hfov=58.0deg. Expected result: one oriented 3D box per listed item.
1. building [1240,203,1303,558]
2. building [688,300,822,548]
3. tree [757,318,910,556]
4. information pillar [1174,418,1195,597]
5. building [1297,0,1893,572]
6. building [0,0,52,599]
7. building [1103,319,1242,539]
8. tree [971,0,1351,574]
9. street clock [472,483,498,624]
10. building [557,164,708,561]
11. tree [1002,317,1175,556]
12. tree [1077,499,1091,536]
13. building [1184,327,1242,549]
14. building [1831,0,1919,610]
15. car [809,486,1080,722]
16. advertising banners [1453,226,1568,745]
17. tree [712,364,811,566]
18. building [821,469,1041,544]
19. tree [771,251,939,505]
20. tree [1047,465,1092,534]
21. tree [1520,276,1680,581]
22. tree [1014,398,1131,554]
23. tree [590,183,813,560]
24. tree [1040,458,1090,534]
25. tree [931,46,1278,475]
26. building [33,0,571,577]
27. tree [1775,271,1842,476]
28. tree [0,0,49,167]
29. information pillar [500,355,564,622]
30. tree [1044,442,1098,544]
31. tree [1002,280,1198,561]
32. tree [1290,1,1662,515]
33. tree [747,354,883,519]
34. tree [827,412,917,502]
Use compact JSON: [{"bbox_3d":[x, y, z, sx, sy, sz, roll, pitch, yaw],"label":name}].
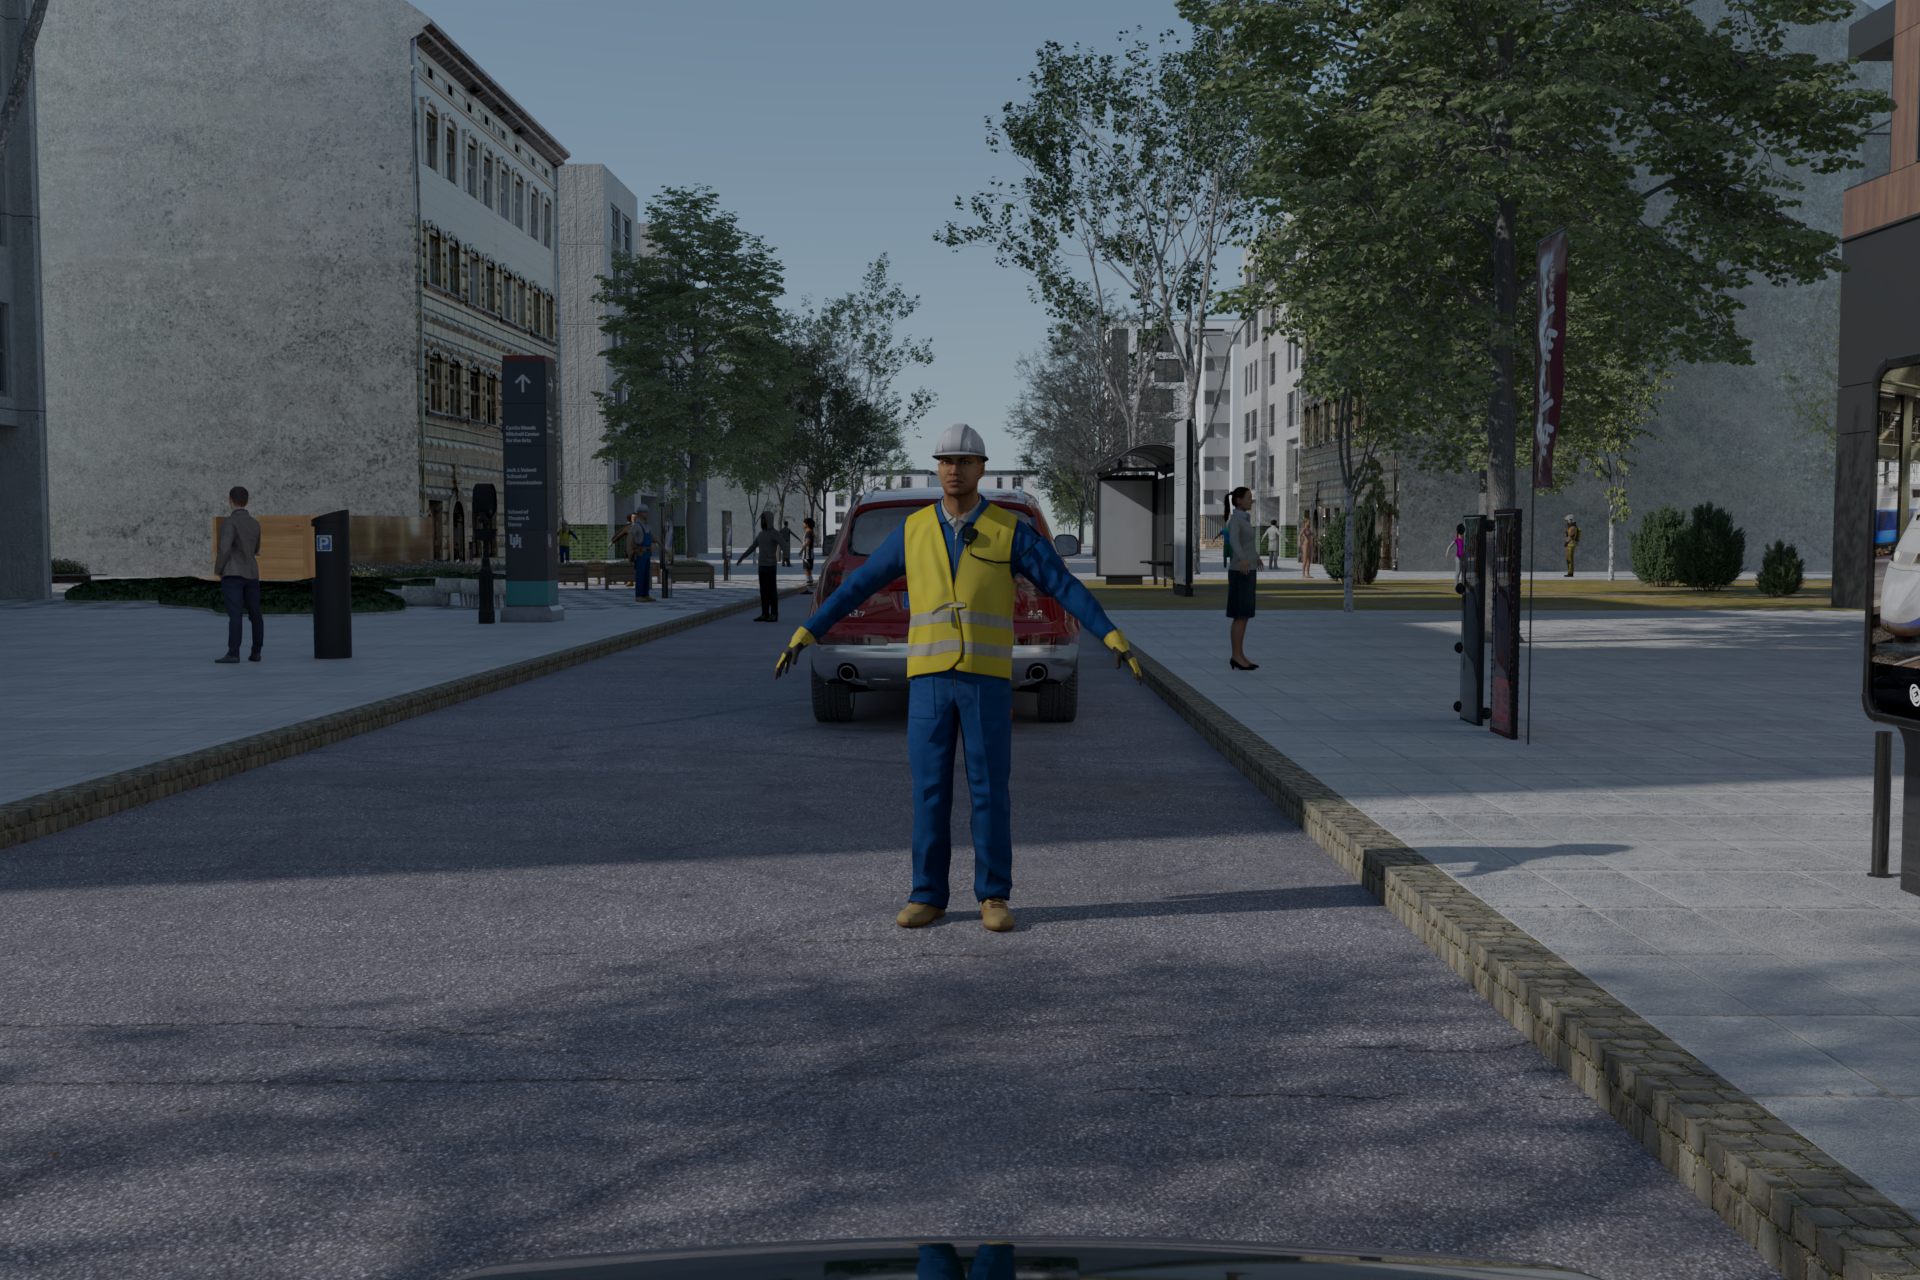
[{"bbox_3d":[25.702,-13.856,93.007,16.747,18.905,31.486,0,4,1],"label":"building"},{"bbox_3d":[-23.277,-20.427,164.915,19.493,23.208,18.063,0,3,0],"label":"building"},{"bbox_3d":[-7.916,-11.579,99.683,12.009,13.543,11.850,0,3,0],"label":"tree"},{"bbox_3d":[4.659,-2.735,36.031,0.184,3.620,1.656,0,4,-1],"label":"information pillar"},{"bbox_3d":[24.176,-14.451,67.196,19.493,23.208,18.063,0,4,1],"label":"building"},{"bbox_3d":[-26.520,-9.294,18.416,16.747,18.905,31.486,0,4,0],"label":"building"},{"bbox_3d":[28.618,-20.629,181.266,27.936,21.610,32.646,0,4,1],"label":"building"},{"bbox_3d":[6.728,-12.066,53.173,12.611,20.169,13.585,0,3,0],"label":"tree"},{"bbox_3d":[-6.780,-1.234,24.754,0.358,2.002,0.471,0,4,1],"label":"street clock"},{"bbox_3d":[-25.234,-14.213,98.846,16.747,18.905,31.486,0,4,1],"label":"building"},{"bbox_3d":[7.635,-11.557,99.323,12.009,13.543,11.850,0,3,0],"label":"tree"},{"bbox_3d":[16.015,-16.940,227.328,4.737,8.622,4.395,0,3,0],"label":"tree"},{"bbox_3d":[25.706,-18.477,158.519,16.016,20.090,11.380,0,4,0],"label":"building"},{"bbox_3d":[25.677,-10.370,13.520,27.936,21.610,32.646,0,4,1],"label":"building"},{"bbox_3d":[-0.093,-0.372,14.748,2.281,1.827,5.304,0,4,1],"label":"car"},{"bbox_3d":[3.464,-0.904,10.966,0.090,3.025,2.074,0,4,1],"label":"advertising banners"},{"bbox_3d":[-8.335,-7.301,69.732,4.360,8.622,3.978,0,3,0],"label":"tree"},{"bbox_3d":[-3.772,-17.159,225.150,28.070,9.664,9.099,0,4,6],"label":"building"},{"bbox_3d":[-7.204,-16.026,117.907,12.611,20.169,13.585,0,3,0],"label":"tree"},{"bbox_3d":[7.759,-11.137,132.456,4.360,8.622,3.978,0,3,0],"label":"tree"},{"bbox_3d":[17.726,-5.938,47.444,4.737,8.622,4.395,0,3,0],"label":"tree"},{"bbox_3d":[7.623,-10.780,110.668,8.767,10.594,7.601,0,4,1],"label":"tree"},{"bbox_3d":[-8.466,-8.478,56.734,7.486,12.596,7.792,0,3,0],"label":"tree"},{"bbox_3d":[7.865,-10.781,126.636,4.737,8.622,4.395,0,3,0],"label":"tree"},{"bbox_3d":[5.757,-12.998,68.406,12.611,20.169,13.585,0,3,0],"label":"tree"},{"bbox_3d":[-25.237,-14.015,60.067,19.493,23.208,18.063,0,4,0],"label":"building"},{"bbox_3d":[24.799,-5.932,47.355,4.360,8.622,3.978,0,3,0],"label":"tree"},{"bbox_3d":[-8.657,-9.667,13.948,12.611,20.169,13.585,0,3,0],"label":"tree"},{"bbox_3d":[-6.299,-2.204,25.420,0.750,3.857,0.750,0,4,1],"label":"information pillar"},{"bbox_3d":[15.611,-19.192,220.438,9.857,13.997,8.962,0,3,0],"label":"tree"},{"bbox_3d":[7.001,-10.620,84.005,12.009,13.543,11.850,0,3,0],"label":"tree"},{"bbox_3d":[10.747,-7.199,35.823,7.486,12.596,7.792,0,3,0],"label":"tree"},{"bbox_3d":[-7.769,-9.437,88.711,8.767,10.594,7.601,1,4,10],"label":"tree"},{"bbox_3d":[-7.040,-12.872,136.207,9.928,11.665,9.643,0,3,0],"label":"tree"}]
